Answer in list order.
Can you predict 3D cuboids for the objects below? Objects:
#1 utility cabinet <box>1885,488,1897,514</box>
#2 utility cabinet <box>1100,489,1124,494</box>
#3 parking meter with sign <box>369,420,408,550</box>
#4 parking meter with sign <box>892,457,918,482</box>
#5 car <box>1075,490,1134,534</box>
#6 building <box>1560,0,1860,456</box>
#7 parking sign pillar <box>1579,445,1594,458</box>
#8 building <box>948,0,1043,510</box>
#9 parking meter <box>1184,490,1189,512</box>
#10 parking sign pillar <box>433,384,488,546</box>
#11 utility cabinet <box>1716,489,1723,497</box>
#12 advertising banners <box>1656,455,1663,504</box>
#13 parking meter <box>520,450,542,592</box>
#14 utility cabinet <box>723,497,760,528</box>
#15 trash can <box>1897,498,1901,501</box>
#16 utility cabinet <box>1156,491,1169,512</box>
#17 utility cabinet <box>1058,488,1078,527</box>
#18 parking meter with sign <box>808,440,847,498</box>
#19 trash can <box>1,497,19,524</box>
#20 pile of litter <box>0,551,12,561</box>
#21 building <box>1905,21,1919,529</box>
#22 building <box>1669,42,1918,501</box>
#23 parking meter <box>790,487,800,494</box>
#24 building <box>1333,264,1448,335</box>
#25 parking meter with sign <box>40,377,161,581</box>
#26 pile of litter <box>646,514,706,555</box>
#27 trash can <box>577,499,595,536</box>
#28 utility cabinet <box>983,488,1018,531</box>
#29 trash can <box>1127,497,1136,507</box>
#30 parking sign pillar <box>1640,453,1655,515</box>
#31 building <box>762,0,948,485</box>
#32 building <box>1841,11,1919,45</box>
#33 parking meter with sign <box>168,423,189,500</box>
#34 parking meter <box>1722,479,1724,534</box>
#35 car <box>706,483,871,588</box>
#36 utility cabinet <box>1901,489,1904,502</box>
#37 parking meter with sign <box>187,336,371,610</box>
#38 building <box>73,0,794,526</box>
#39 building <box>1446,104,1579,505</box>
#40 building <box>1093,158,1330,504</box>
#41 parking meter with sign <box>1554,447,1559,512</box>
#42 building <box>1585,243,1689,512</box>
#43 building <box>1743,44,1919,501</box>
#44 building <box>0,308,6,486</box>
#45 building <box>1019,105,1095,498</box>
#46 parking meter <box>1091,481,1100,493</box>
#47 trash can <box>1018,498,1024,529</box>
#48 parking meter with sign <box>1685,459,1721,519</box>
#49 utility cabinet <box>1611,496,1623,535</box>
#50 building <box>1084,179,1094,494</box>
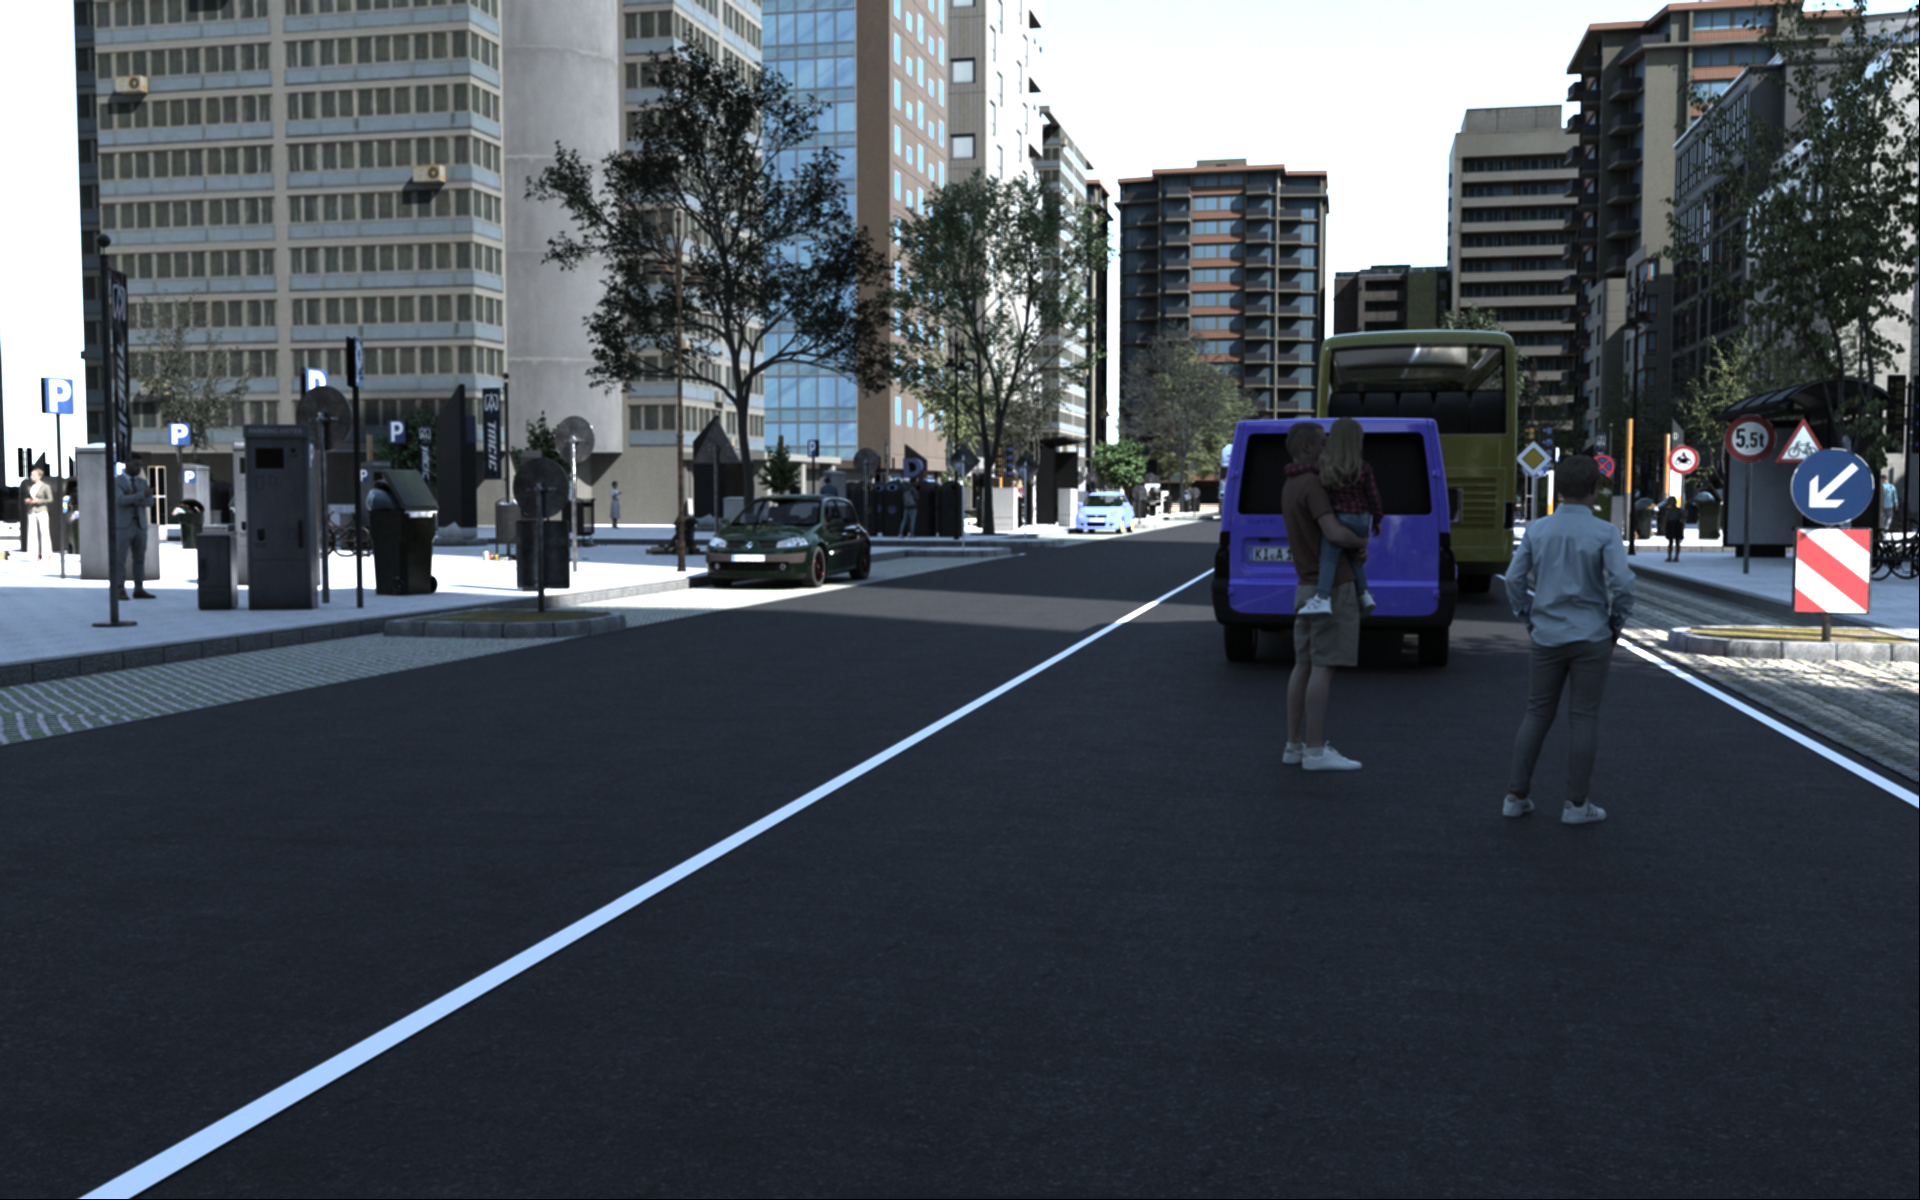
[{"bbox_3d":[35.462,-3.549,66.701,0.318,1.500,1.173,-1,4,-17],"label":"utility cabinet"},{"bbox_3d":[7.073,-4.391,80.464,1.173,1.500,0.318,3,5,41],"label":"utility cabinet"},{"bbox_3d":[-13.586,-2.681,40.100,0.543,3.016,1.738,2,4,26],"label":"parking meter with sign"},{"bbox_3d":[-2.347,-5.282,82.627,1.738,3.016,0.543,0,4,-2],"label":"parking meter with sign"},{"bbox_3d":[5.285,-3.277,63.162,1.945,1.707,3.694,1,4,14],"label":"car"},{"bbox_3d":[67.545,-30.843,158.899,22.147,44.769,28.867,1,4,13],"label":"building"},{"bbox_3d":[34.041,-6.501,94.770,1.447,3.967,1.447,3,5,42],"label":"parking sign pillar"},{"bbox_3d":[-8.382,-33.733,140.766,28.713,52.752,27.495,1,4,13],"label":"building"},{"bbox_3d":[15.904,-6.918,121.520,0.372,1.533,0.369,0,3,0],"label":"parking meter"},{"bbox_3d":[-12.547,-3.344,43.154,1.447,3.967,1.447,-3,5,-42],"label":"parking sign pillar"},{"bbox_3d":[31.820,-3.879,72.099,1.173,1.500,0.318,-3,5,-43],"label":"utility cabinet"},{"bbox_3d":[31.253,-4.963,77.340,0.090,3.025,2.074,1,4,14],"label":"advertising banners"},{"bbox_3d":[-5.634,-1.046,22.811,0.255,1.863,0.399,-1,4,-9],"label":"parking meter"},{"bbox_3d":[-4.704,-1.646,38.079,1.020,1.237,0.306,2,4,24],"label":"utility cabinet"},{"bbox_3d":[37.059,-3.482,68.576,0.748,1.137,0.748,0,3,0],"label":"trash can"},{"bbox_3d":[13.816,-6.750,119.044,1.173,1.500,0.318,-1,4,-21],"label":"utility cabinet"},{"bbox_3d":[4.175,-3.566,66.983,0.318,1.500,1.173,-1,4,-21],"label":"utility cabinet"},{"bbox_3d":[-4.057,-3.679,56.418,1.738,3.016,0.543,-2,4,-35],"label":"parking meter with sign"},{"bbox_3d":[-41.297,-3.898,75.386,0.748,1.137,0.748,0,3,0],"label":"trash can"},{"bbox_3d":[-19.066,-1.202,33.614,1.176,0.858,1.719,-1,4,-17],"label":"pile of litter"},{"bbox_3d":[43.085,-12.771,57.950,18.267,20.994,9.793,1,4,13],"label":"building"},{"bbox_3d":[51.271,-18.856,101.809,14.314,27.812,24.014,1,4,13],"label":"building"},{"bbox_3d":[-5.744,-3.175,60.323,0.372,1.533,0.369,0,3,0],"label":"parking meter"},{"bbox_3d":[54.555,-27.480,221.003,14.107,30.474,14.160,1,4,13],"label":"building"},{"bbox_3d":[-12.736,-1.805,25.774,1.738,3.016,0.543,1,4,18],"label":"parking meter with sign"},{"bbox_3d":[-6.042,-1.403,36.901,1.176,0.858,1.719,-2,4,-26],"label":"pile of litter"},{"bbox_3d":[-11.644,-2.568,53.637,0.748,1.137,0.748,0,3,0],"label":"trash can"},{"bbox_3d":[1.373,-3.072,58.901,1.173,1.500,0.318,2,4,27],"label":"utility cabinet"},{"bbox_3d":[9.675,-5.303,98.354,0.748,1.137,0.748,0,3,0],"label":"trash can"},{"bbox_3d":[41.926,-7.195,106.116,1.447,3.967,1.447,2,4,25],"label":"parking sign pillar"},{"bbox_3d":[-9.050,-27.715,103.246,14.600,45.320,14.200,1,4,13],"label":"building"},{"bbox_3d":[111.231,-40.898,210.681,28.212,58.520,21.231,1,4,13],"label":"building"},{"bbox_3d":[-19.152,-2.888,43.481,0.543,3.016,1.738,0,4,2],"label":"parking meter with sign"},{"bbox_3d":[24.596,-3.037,55.365,0.255,1.863,0.399,-1,4,-11],"label":"parking meter"},{"bbox_3d":[-2.689,-1.096,27.705,2.009,1.686,4.222,1,4,13],"label":"car"},{"bbox_3d":[36.640,-3.539,66.534,1.173,1.500,0.318,-2,4,-28],"label":"utility cabinet"},{"bbox_3d":[-7.585,-1.410,19.318,1.738,3.016,0.543,-1,4,-10],"label":"parking meter with sign"},{"bbox_3d":[-22.520,-23.658,78.690,32.217,40.220,23.993,1,4,13],"label":"building"},{"bbox_3d":[72.521,-36.408,218.978,21.600,48.544,21.300,1,4,13],"label":"building"},{"bbox_3d":[33.878,-35.134,229.068,28.867,44.769,22.147,1,4,13],"label":"building"},{"bbox_3d":[22.876,-4.146,64.051,1.738,3.016,0.543,2,4,32],"label":"parking meter with sign"},{"bbox_3d":[63.882,-17.483,130.887,27.650,21.520,28.899,1,4,13],"label":"building"},{"bbox_3d":[44.483,-13.883,81.747,10.420,20.320,16.860,1,4,13],"label":"building"},{"bbox_3d":[-58.087,-24.512,84.366,14.086,41.232,14.154,1,4,13],"label":"building"},{"bbox_3d":[0.119,-29.366,172.019,23.993,40.220,32.217,1,4,13],"label":"building"},{"bbox_3d":[5.978,-4.333,76.560,0.255,1.863,0.399,-2,4,-24],"label":"parking meter"},{"bbox_3d":[2.032,-3.240,64.620,0.748,1.137,0.748,0,3,0],"label":"trash can"},{"bbox_3d":[37.514,-5.591,87.669,1.738,3.016,0.543,1,4,16],"label":"parking meter with sign"},{"bbox_3d":[20.514,-2.682,55.007,1.020,1.237,0.306,1,4,21],"label":"utility cabinet"},{"bbox_3d":[5.559,-35.514,235.286,28.867,44.769,22.147,1,4,13],"label":"building"}]
